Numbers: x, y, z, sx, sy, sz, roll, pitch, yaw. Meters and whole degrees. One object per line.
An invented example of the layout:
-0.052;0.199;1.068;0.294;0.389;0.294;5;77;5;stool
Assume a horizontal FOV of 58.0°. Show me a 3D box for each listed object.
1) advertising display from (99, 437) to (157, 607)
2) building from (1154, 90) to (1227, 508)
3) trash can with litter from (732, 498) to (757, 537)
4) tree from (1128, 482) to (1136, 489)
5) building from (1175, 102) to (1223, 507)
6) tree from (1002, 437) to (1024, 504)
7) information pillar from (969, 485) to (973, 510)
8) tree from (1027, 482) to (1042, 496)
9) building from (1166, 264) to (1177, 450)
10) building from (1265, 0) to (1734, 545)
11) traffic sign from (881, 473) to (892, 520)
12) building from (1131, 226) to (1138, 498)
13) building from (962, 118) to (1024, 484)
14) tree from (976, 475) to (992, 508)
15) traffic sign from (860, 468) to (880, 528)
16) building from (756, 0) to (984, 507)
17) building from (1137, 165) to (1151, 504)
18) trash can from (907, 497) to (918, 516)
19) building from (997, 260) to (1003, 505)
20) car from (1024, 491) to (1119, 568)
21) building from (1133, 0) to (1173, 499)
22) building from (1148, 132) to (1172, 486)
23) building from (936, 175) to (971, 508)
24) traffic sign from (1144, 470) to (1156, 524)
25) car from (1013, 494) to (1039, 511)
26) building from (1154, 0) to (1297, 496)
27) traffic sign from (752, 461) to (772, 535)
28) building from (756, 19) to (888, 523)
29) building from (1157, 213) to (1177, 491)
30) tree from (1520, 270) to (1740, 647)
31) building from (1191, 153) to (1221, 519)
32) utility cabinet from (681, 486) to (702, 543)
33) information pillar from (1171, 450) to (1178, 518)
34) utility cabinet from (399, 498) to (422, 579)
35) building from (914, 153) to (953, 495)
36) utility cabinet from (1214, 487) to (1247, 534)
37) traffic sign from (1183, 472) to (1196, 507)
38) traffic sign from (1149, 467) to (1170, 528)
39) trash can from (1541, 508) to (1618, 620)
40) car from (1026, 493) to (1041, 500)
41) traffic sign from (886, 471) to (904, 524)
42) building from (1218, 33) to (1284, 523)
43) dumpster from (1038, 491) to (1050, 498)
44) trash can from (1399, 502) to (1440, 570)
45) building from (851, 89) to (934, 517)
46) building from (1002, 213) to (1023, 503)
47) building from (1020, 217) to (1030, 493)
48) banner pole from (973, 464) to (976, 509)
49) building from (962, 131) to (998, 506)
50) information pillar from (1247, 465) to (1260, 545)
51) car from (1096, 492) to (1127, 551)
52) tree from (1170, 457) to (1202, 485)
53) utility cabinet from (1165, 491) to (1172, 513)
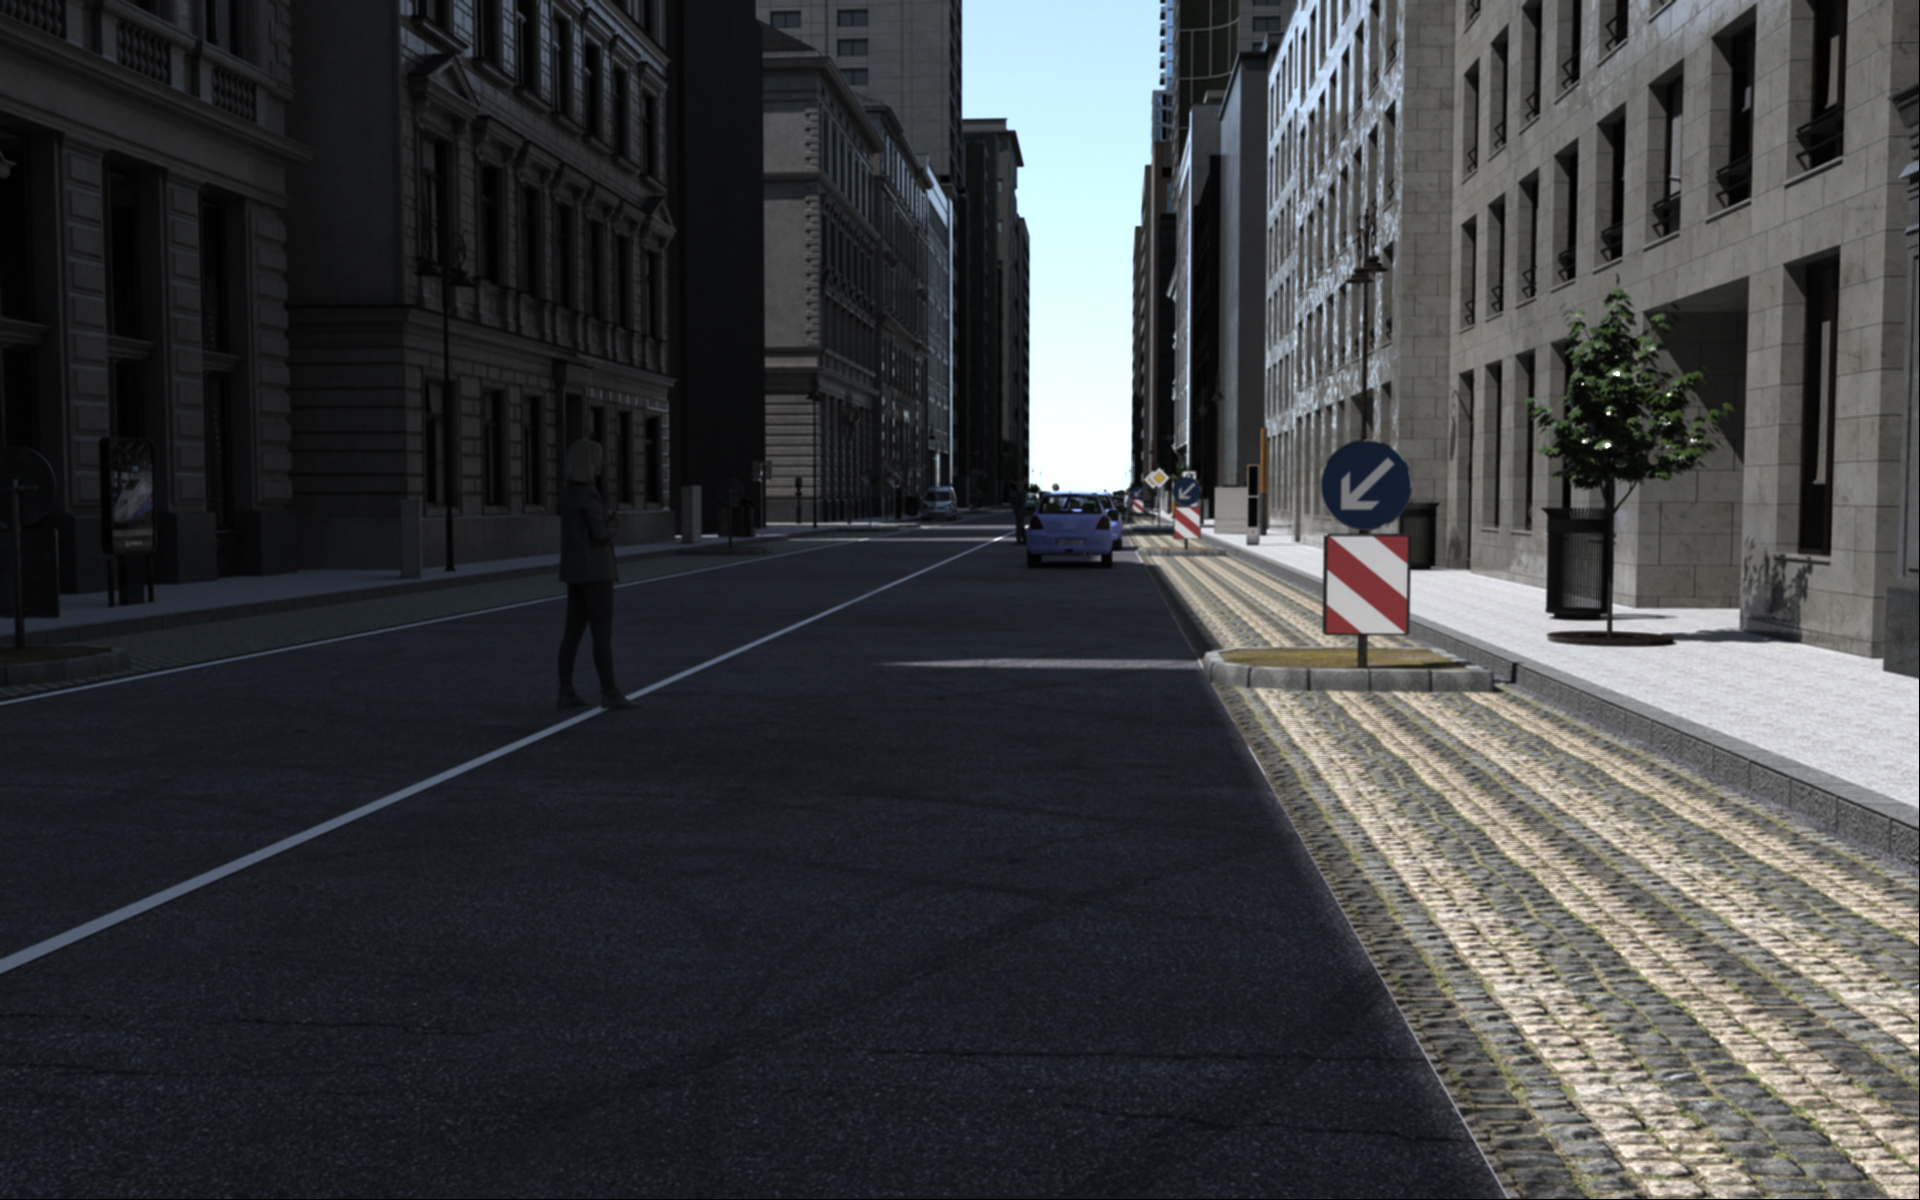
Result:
-9.622;-0.908;20.066;0.123;1.923;0.974;0;4;4;advertising display
34.253;-28.568;158.971;32.217;40.220;23.993;0;4;5;building
-6.408;-2.457;51.554;0.624;1.170;1.055;0;4;4;trash can with litter
24.706;-15.529;248.493;1.663;3.219;1.824;0;3;0;tree
20.750;-18.132;114.483;12.078;24.808;19.932;0;4;5;building
6.226;-16.379;218.161;4.360;8.622;3.978;0;3;0;tree
0.904;-8.218;138.854;0.304;2.012;0.304;-1;4;-11;information pillar
12.126;-17.388;278.890;1.663;3.219;1.824;0;3;0;tree
22.380;-18.337;135.973;11.583;22.565;21.152;0;4;5;building
15.672;-12.209;54.368;10.420;20.320;16.860;0;4;5;building
-3.564;-5.031;84.386;0.606;2.300;0.079;1;4;13;traffic sign
40.074;-40.982;293.749;21.300;48.544;21.600;0;4;5;building
-5.751;-40.272;247.683;28.713;52.752;27.495;0;4;5;building
1.877;-9.958;157.411;1.663;3.219;1.824;0;3;0;tree
-3.426;-3.813;65.979;0.795;2.450;0.064;0;4;5;traffic sign
-8.127;-44.928;172.821;20.563;71.187;20.611;0;4;5;building
36.080;-37.768;241.205;21.300;48.544;21.600;0;4;5;building
-2.772;-5.465;101.002;0.748;1.137;0.748;0;3;0;trash can
-2.294;-26.561;205.977;14.160;30.474;14.107;0;4;5;building
2.239;-1.554;34.997;1.945;1.707;3.694;0;4;4;car
38.316;-58.320;266.201;22.319;86.520;31.000;0;4;5;building
30.670;-34.506;214.284;14.600;45.320;14.200;0;4;5;building
-6.579;-23.538;156.552;14.160;30.474;14.107;0;4;5;building
8.135;-4.243;73.023;0.795;2.450;0.064;0;4;5;traffic sign
5.183;-7.689;134.506;1.959;1.807;4.718;0;4;7;car
32.344;-46.310;195.424;20.563;71.187;20.611;0;4;5;building
-6.120;-3.143;53.520;0.606;2.300;0.079;0;4;7;traffic sign
-10.252;-15.688;85.379;11.050;23.489;19.941;0;4;5;building
27.495;-24.946;179.576;14.160;30.474;14.107;0;4;5;building
5.529;-1.243;14.920;1.663;3.219;1.824;0;3;0;tree
19.521;-16.296;96.123;12.332;23.373;15.834;0;4;5;building
-7.026;-2.236;45.243;0.318;1.500;1.173;0;4;3;utility cabinet
11.497;-6.194;92.624;0.183;3.616;0.504;3;4;36;information pillar
-8.431;-0.943;26.580;0.306;1.237;1.020;-1;4;-16;utility cabinet
-7.420;-19.130;130.794;12.078;24.808;19.932;0;4;5;building
8.786;-2.871;55.625;1.173;1.500;0.318;1;4;22;utility cabinet
10.331;-4.642;78.024;0.606;2.300;0.079;1;4;9;traffic sign
7.480;-3.757;65.064;0.795;2.450;0.064;0;4;5;traffic sign
6.357;-0.377;17.812;0.748;1.137;0.748;0;3;0;trash can
5.471;-7.964;139.259;2.155;1.783;4.494;0;4;3;car
-2.771;-4.299;73.937;0.795;2.450;0.064;0;4;5;traffic sign
27.351;-15.896;78.969;30.058;24.678;14.314;0;4;5;building
12.795;-15.504;261.702;1.865;1.857;1.264;0;4;6;dumpster
7.788;-1.091;29.488;0.748;1.137;0.748;0;3;0;trash can
-8.968;-18.988;107.713;12.463;27.353;25.104;0;4;5;building
2.478;-37.822;268.500;14.600;45.320;14.200;0;4;5;building
0.416;-40.541;286.548;21.300;48.544;21.600;0;4;5;building
1.194;-9.441;144.382;0.401;3.779;0.863;1;4;21;banner pole
-3.211;-31.016;190.707;14.154;41.232;14.086;0;4;5;building
7.376;-2.388;43.542;0.304;2.012;0.304;1;4;12;information pillar
3.387;-2.179;45.213;1.945;1.707;3.694;0;4;6;car
11.700;-5.819;89.745;1.663;3.219;1.824;0;3;0;tree
14.153;-6.640;117.236;0.318;1.500;1.173;1;4;22;utility cabinet
